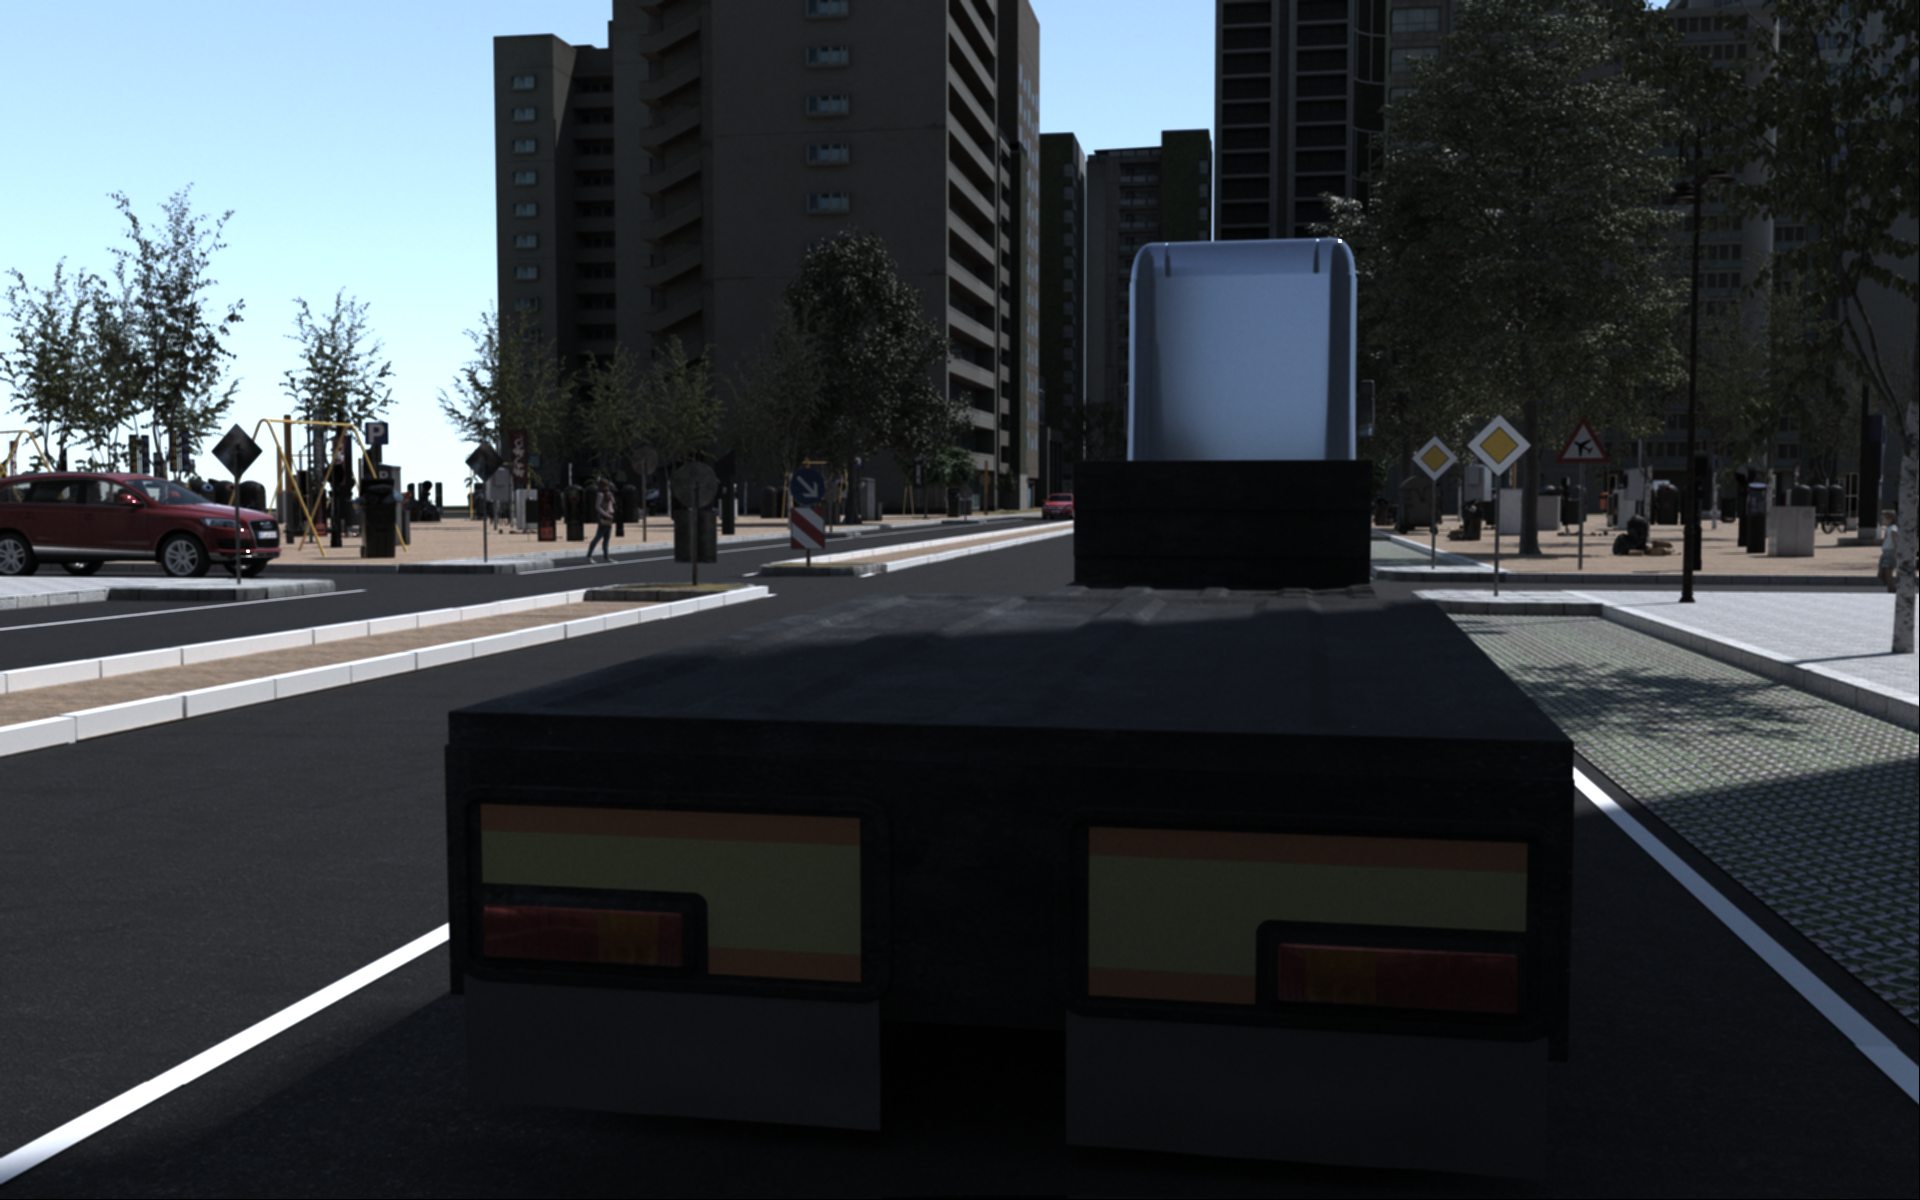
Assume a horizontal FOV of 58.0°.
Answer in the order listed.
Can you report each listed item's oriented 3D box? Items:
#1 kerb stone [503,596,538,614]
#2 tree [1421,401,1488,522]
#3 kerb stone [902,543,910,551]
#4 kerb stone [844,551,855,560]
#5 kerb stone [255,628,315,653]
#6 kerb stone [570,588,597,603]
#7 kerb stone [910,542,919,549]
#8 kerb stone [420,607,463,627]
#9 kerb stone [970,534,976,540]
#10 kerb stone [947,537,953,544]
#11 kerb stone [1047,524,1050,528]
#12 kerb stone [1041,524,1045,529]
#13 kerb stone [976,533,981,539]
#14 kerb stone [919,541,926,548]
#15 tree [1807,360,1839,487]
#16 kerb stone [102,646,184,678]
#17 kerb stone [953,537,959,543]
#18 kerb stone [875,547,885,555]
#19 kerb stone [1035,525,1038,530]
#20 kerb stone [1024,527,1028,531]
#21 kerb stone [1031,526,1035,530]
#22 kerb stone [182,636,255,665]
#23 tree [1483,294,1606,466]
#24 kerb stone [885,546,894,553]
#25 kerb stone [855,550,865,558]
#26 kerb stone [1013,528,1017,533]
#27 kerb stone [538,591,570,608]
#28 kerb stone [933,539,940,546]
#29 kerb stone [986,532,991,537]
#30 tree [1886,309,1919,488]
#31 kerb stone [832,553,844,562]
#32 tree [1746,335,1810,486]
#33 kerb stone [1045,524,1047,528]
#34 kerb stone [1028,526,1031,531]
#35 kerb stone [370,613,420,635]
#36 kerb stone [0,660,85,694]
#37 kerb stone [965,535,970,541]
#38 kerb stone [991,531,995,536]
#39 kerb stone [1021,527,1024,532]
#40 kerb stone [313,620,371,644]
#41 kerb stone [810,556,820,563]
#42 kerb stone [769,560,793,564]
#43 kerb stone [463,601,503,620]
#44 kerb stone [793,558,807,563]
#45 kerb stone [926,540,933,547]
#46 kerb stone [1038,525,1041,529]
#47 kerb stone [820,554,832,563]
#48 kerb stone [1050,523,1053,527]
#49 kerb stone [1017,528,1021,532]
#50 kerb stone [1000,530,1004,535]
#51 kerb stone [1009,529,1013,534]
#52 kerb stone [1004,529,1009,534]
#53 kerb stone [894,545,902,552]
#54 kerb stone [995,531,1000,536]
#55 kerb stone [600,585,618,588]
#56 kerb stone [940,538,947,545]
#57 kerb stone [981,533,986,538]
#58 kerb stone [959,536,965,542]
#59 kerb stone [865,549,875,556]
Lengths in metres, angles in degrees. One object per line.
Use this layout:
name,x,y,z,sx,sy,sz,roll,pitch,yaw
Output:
kerb stone,-5.412,0.074,20.982,0.120,0.150,1.000,1,4,10
tree,22.975,-7.946,80.283,4.360,8.622,3.978,0,3,0
kerb stone,-1.473,-1.318,43.751,0.120,0.150,1.000,1,4,10
kerb stone,-2.519,-0.941,37.694,0.120,0.150,1.000,1,4,10
kerb stone,-6.285,0.386,15.942,0.120,0.150,1.000,1,4,10
kerb stone,-5.063,-0.049,22.996,0.120,0.150,1.000,1,4,10
kerb stone,-1.293,-1.381,44.771,0.120,0.150,1.000,1,4,10
kerb stone,-5.749,0.198,18.962,0.120,0.150,1.000,1,4,10
kerb stone,0.274,-1.937,53.869,0.120,0.150,1.000,1,4,10
kerb stone,-0.420,-1.689,49.823,0.120,0.150,1.000,1,4,10
kerb stone,3.580,-3.103,73.046,0.120,0.150,1.000,1,4,10
kerb stone,3.243,-2.987,71.028,0.120,0.150,1.000,1,4,10
kerb stone,0.449,-1.998,54.880,0.120,0.150,1.000,1,4,10
kerb stone,-1.131,-1.438,45.783,0.120,0.150,1.000,1,4,10
tree,42.246,-8.187,84.220,4.360,8.622,3.978,0,3,0
kerb stone,-6.626,0.508,13.926,0.120,0.150,1.000,1,4,10
kerb stone,-0.252,-1.752,50.834,0.120,0.150,1.000,1,4,10
kerb stone,-1.988,-1.130,40.721,0.120,0.150,1.000,1,4,10
kerb stone,2.887,-2.864,69.015,0.120,0.150,1.000,1,4,10
kerb stone,2.371,-2.673,65.977,0.120,0.150,1.000,1,4,10
kerb stone,2.718,-2.797,68.007,0.120,0.150,1.000,1,4,10
kerb stone,-6.446,0.444,14.932,0.120,0.150,1.000,1,4,10
tree,29.614,-9.955,88.511,9.928,11.665,9.643,0,3,0
kerb stone,-1.824,-1.194,41.731,0.120,0.150,1.000,1,4,10
kerb stone,-2.345,-1.010,38.701,0.120,0.150,1.000,1,4,10
kerb stone,1.841,-2.491,62.954,0.120,0.150,1.000,1,4,10
kerb stone,-5.243,0.013,21.990,0.120,0.150,1.000,1,4,10
kerb stone,-0.766,-1.566,47.800,0.120,0.150,1.000,1,4,10
kerb stone,0.795,-2.123,56.904,0.120,0.150,1.000,1,4,10
tree,36.380,-7.015,65.061,4.360,8.622,3.978,0,3,0
kerb stone,-2.688,-0.886,36.685,0.120,0.150,1.000,1,4,10
tree,27.728,-6.896,63.118,4.360,8.622,3.978,0,3,0
kerb stone,3.409,-3.047,72.038,0.120,0.150,1.000,1,4,10
kerb stone,2.542,-2.740,66.994,0.120,0.150,1.000,1,4,10
kerb stone,-5.924,0.259,17.955,0.120,0.150,1.000,1,4,10
kerb stone,-6.802,0.568,12.917,0.120,0.150,1.000,1,4,10
kerb stone,0.095,-1.872,52.863,0.120,0.150,1.000,1,4,10
kerb stone,0.965,-2.184,57.912,0.120,0.150,1.000,1,4,10
kerb stone,2.195,-2.616,64.970,0.120,0.150,1.000,1,4,10
kerb stone,-6.104,0.321,16.949,0.120,0.150,1.000,1,4,10
kerb stone,-3.044,-0.763,34.665,0.120,0.150,1.000,1,4,10
kerb stone,-3.394,-0.636,32.644,0.120,0.150,1.000,1,4,10
kerb stone,-5.576,0.143,19.969,0.120,0.150,1.000,1,4,10
kerb stone,-3.215,-0.701,33.653,0.120,0.150,1.000,1,4,10
kerb stone,-0.949,-1.504,46.789,0.120,0.150,1.000,1,4,10
kerb stone,3.057,-2.924,70.023,0.120,0.150,1.000,1,4,10
kerb stone,-2.869,-0.824,35.672,0.120,0.150,1.000,1,4,10
kerb stone,3.761,-3.167,74.061,0.120,0.150,1.000,1,4,10
kerb stone,2.016,-2.555,63.963,0.120,0.150,1.000,1,4,10
kerb stone,1.318,-2.305,59.929,0.120,0.150,1.000,1,4,10
kerb stone,1.668,-2.431,61.944,0.120,0.150,1.000,1,4,10
kerb stone,1.496,-2.369,60.936,0.120,0.150,1.000,1,4,10
kerb stone,-1.651,-1.255,42.742,0.120,0.150,1.000,1,4,10
kerb stone,1.149,-2.246,58.917,0.120,0.150,1.000,1,4,10
kerb stone,-4.878,-0.106,24.006,0.120,0.150,1.000,1,4,10
kerb stone,-0.597,-1.628,48.808,0.120,0.150,1.000,1,4,10
kerb stone,0.621,-2.061,55.895,0.120,0.150,1.000,1,4,10
kerb stone,-0.080,-1.813,51.842,0.120,0.150,1.000,1,4,10
kerb stone,-2.172,-1.072,39.716,0.120,0.150,1.000,1,4,10
